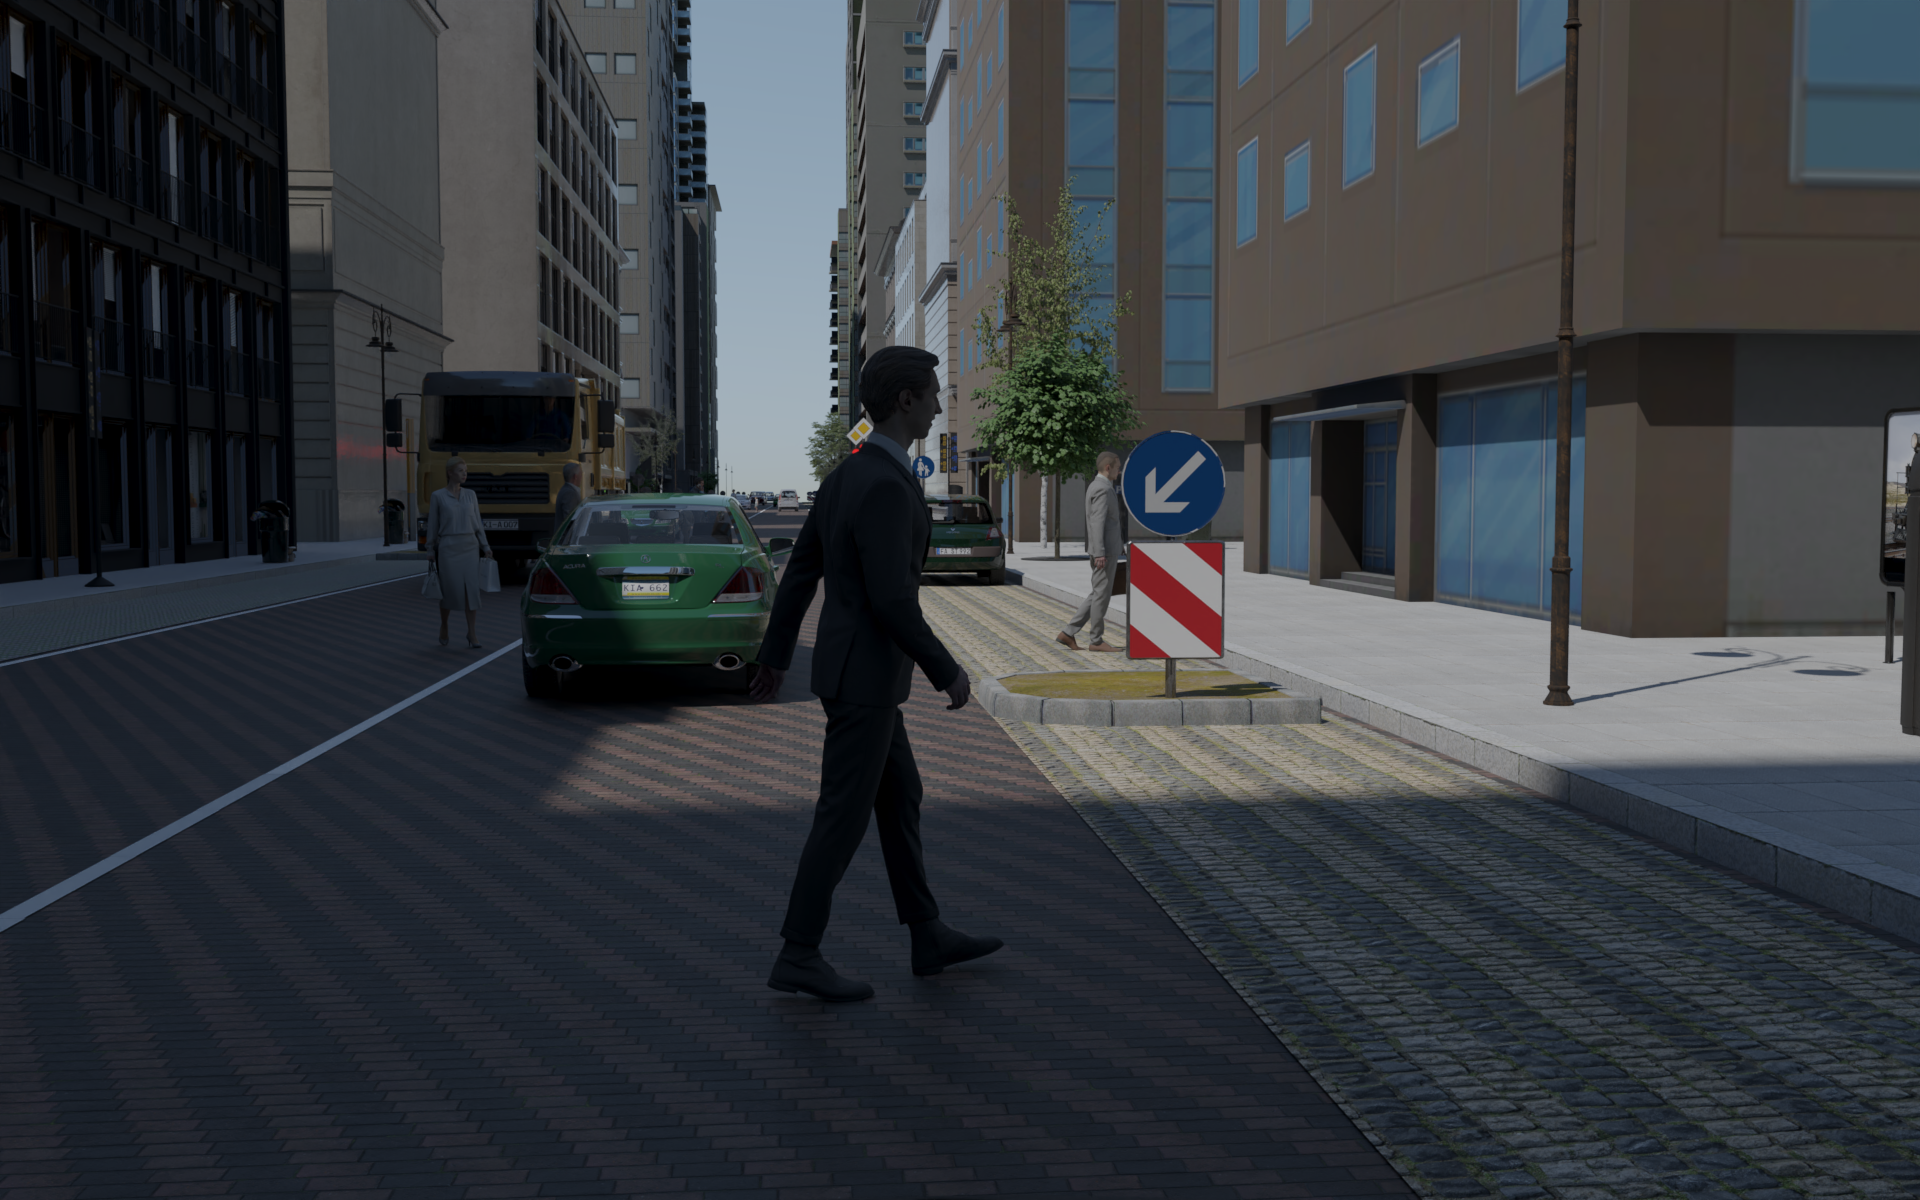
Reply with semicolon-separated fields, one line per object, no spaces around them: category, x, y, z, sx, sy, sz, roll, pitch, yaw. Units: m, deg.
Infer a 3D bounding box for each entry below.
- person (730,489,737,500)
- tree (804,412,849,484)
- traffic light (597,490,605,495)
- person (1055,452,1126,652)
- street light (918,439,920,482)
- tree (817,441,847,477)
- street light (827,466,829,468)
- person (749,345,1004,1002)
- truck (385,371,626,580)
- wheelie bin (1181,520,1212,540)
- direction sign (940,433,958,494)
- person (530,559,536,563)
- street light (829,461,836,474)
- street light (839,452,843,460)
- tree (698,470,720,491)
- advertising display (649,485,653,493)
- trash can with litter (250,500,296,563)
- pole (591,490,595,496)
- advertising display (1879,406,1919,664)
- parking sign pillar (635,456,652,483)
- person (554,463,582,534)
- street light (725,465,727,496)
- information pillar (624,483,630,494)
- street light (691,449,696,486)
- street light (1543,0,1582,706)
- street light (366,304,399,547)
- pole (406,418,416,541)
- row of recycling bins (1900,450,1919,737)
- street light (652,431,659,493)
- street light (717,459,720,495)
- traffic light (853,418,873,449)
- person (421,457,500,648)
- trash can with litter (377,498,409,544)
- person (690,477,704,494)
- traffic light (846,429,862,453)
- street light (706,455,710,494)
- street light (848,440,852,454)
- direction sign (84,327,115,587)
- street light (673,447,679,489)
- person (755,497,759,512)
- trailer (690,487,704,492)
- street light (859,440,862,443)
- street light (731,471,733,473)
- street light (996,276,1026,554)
person;-16.675;-7.277;127.698;0.478;1.798;0.641;2;4;30
tree;-17.652;-19.600;238.589;7.486;12.596;7.792;0;3;0
traffic light;-14.732;-5.000;70.676;0.839;4.253;0.868;0;4;-5
person;1.301;-0.429;15.634;0.853;1.813;0.709;0;4;-4
street light;-1.491;-5.524;63.110;0.468;5.910;1.993;0;4;-5
tree;-16.905;-17.219;231.896;4.360;8.622;3.978;0;3;0
street light;-16.793;-15.273;222.504;0.468;5.910;1.993;0;4;-5
person;-0.197;0.200;5.000;0.755;1.850;0.659;-1;4;-17
truck;-7.521;-2.110;30.421;3.469;3.379;9.791;0;4;-7
wheelie bin;5.465;-1.981;40.296;0.980;1.594;0.693;-1;4;-13
direction sign;-0.412;-4.424;64.331;0.876;3.537;0.379;3;5;41
person;-9.004;-1.642;35.768;0.576;1.772;0.534;0;4;-3
street light;-14.246;-13.657;196.082;0.468;5.910;1.993;0;4;-5
street light;-11.676;-12.060;169.968;0.468;5.910;1.993;0;4;-5
tree;-32.364;-14.548;221.570;4.285;4.588;4.351;0;3;0
advertising display;-20.919;-6.836;116.974;0.123;1.923;0.974;-2;4;-24
trash can with litter;-12.846;-1.290;32.477;0.624;1.170;1.055;0;4;-8
pole;-18.530;-5.723;87.407;0.158;3.312;0.155;0;3;0
advertising display;7.095;-0.455;12.659;0.123;1.923;0.974;0;4;-7
parking sign pillar;-22.187;-8.122;121.268;1.447;3.967;1.447;2;4;35
person;-4.236;-0.628;19.162;0.834;1.777;0.661;-2;4;-28
street light;-34.592;-17.345;256.384;0.468;5.910;1.993;0;4;-5
information pillar;-21.512;-6.574;111.974;0.304;2.012;0.304;1;4;14
street light;-26.580;-12.255;173.149;0.468;5.910;1.993;0;4;-5
street light;3.646;-2.299;10.374;0.468;5.910;1.993;0;4;-5
street light;-14.041;-4.247;42.227;0.468;5.910;1.993;0;4;-5
pole;-14.849;-3.241;46.833;0.158;3.312;0.155;0;3;0
row of recycling bins;6.810;-0.132;9.276;3.534;1.692;1.069;-1;4;-10
street light;-21.868;-9.291;124.698;0.468;5.910;1.993;0;4;-5
street light;-32.093;-15.746;230.236;0.468;5.910;1.993;0;4;-5
traffic light;-3.558;-4.576;63.737;0.839;4.253;0.868;0;4;-5
person;-4.704;-0.455;16.290;0.694;1.780;0.624;-1;4;-20
trash can with litter;-14.574;-2.033;44.624;0.624;1.170;1.055;0;4;-5
person;-6.327;-2.086;42.418;0.447;1.846;0.655;1;4;14
traffic light;-4.320;-5.062;71.686;0.839;4.253;0.868;0;4;-5
street light;-29.097;-13.873;199.602;0.468;5.910;1.993;0;4;-5
street light;-9.183;-10.552;145.307;0.468;5.910;1.993;0;4;-5
direction sign;-11.937;-1.953;23.923;0.379;3.537;0.876;-1;4;-16
street light;-24.189;-10.675;147.323;0.468;5.910;1.993;0;4;-5
person;-16.070;-7.575;137.373;0.382;1.210;0.505;-2;4;-24
trailer;-20.239;-7.709;133.088;1.471;1.999;3.904;0;4;-6
street light;-6.841;-8.968;119.412;0.468;5.910;1.993;0;4;-5
street light;-37.153;-18.924;282.194;0.468;5.910;1.993;0;4;-5
street light;1.081;-3.923;36.932;0.468;5.910;1.993;0;4;-5
